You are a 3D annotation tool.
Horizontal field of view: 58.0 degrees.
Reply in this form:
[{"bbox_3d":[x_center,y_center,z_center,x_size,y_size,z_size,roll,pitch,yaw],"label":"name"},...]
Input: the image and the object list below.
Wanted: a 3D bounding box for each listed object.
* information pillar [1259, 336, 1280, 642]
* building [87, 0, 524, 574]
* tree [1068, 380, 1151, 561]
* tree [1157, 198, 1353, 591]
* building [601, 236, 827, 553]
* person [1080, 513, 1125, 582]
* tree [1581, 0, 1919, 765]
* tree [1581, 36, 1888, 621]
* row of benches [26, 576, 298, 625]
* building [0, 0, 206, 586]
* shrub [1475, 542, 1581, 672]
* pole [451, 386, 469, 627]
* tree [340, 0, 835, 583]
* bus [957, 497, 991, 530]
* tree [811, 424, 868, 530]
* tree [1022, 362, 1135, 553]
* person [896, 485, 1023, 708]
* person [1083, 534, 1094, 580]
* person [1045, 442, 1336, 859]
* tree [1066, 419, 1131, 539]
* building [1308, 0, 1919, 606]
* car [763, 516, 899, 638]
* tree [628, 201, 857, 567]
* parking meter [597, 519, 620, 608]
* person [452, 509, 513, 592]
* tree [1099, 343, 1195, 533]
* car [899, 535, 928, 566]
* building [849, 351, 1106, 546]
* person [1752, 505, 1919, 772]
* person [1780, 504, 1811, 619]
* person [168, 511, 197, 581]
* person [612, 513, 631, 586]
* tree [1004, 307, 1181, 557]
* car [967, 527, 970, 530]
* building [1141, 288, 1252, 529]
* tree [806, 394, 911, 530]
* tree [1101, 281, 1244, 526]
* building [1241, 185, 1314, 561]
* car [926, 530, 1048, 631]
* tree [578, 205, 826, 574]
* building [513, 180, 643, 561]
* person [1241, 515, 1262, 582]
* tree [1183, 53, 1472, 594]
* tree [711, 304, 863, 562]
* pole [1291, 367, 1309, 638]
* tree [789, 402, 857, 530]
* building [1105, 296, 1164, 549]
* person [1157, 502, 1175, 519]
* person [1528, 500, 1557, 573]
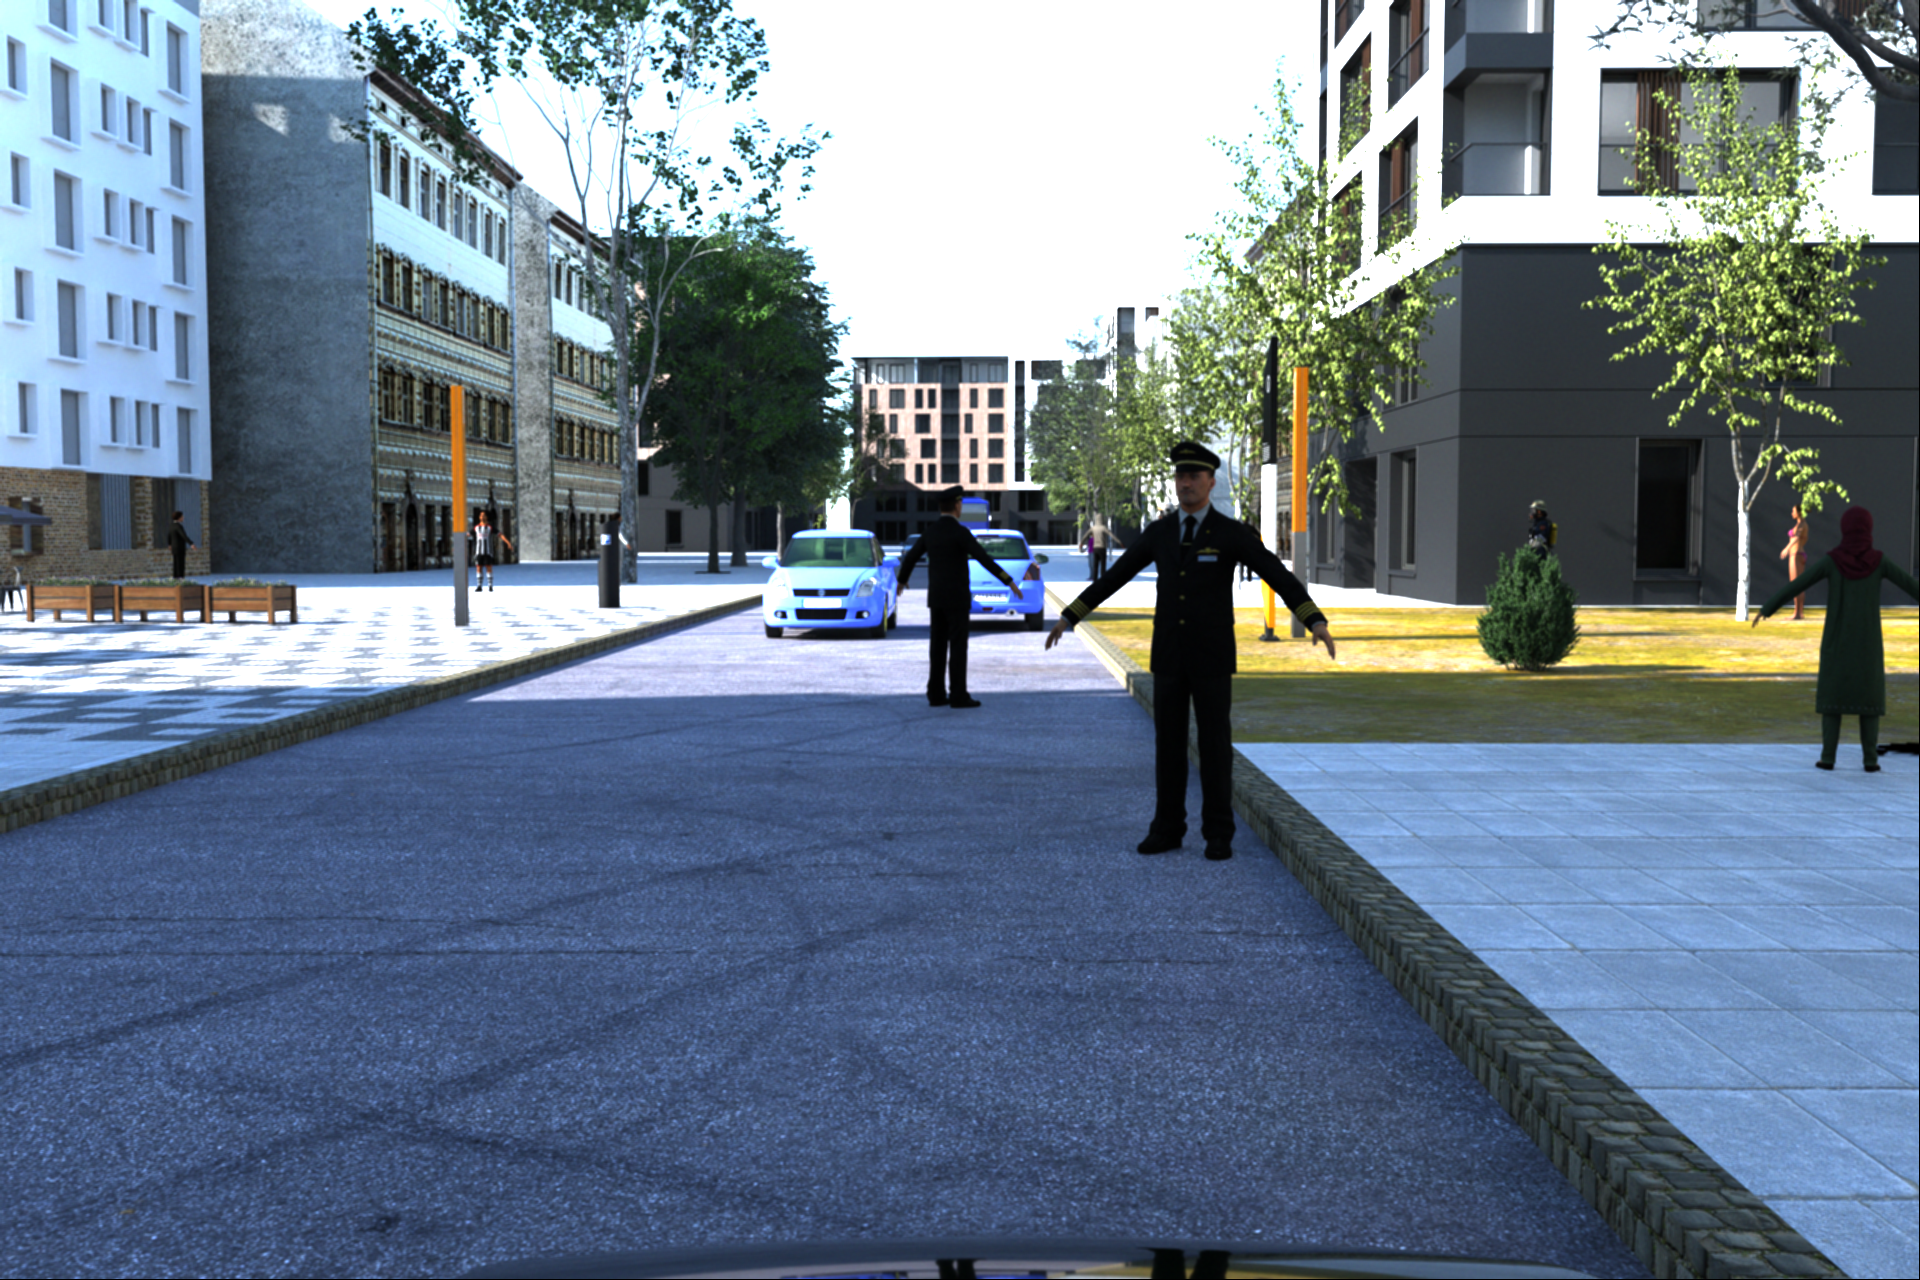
[{"bbox_3d":[3.712,-1.799,20.773,0.183,3.616,0.504,0,4,-1],"label":"information pillar"},{"bbox_3d":[-28.083,-14.268,64.213,19.493,23.208,18.063,0,3,0],"label":"building"},{"bbox_3d":[7.236,-8.091,82.649,4.360,8.622,3.978,0,3,0],"label":"tree"},{"bbox_3d":[6.527,-5.419,38.961,4.737,8.622,4.395,0,3,0],"label":"tree"},{"bbox_3d":[-26.072,-17.833,135.542,27.936,21.610,32.646,0,4,2],"label":"building"},{"bbox_3d":[3.601,-2.337,44.333,1.348,1.813,0.705,3,4,36],"label":"person"},{"bbox_3d":[5.869,-6.073,9.657,12.009,13.543,11.850,0,3,0],"label":"tree"},{"bbox_3d":[11.443,-4.582,25.274,4.737,8.622,4.395,0,3,0],"label":"tree"},{"bbox_3d":[-11.655,-0.590,25.105,4.104,0.672,1.422,1,4,11],"label":"row of benches"},{"bbox_3d":[-28.482,-11.256,40.461,16.016,20.090,11.380,0,4,1],"label":"building"},{"bbox_3d":[5.323,-0.313,16.228,1.383,1.207,1.383,0,3,0],"label":"shrub"},{"bbox_3d":[-6.911,-1.840,23.934,0.158,3.312,0.155,0,3,0],"label":"pole"},{"bbox_3d":[-9.438,-11.474,43.493,12.611,20.169,13.585,0,3,0],"label":"tree"},{"bbox_3d":[0.653,-7.540,114.829,2.896,3.916,12.251,0,4,1],"label":"bus"},{"bbox_3d":[-8.080,-9.664,108.371,4.737,8.622,4.395,0,3,0],"label":"tree"},{"bbox_3d":[7.576,-12.012,114.525,7.486,12.596,7.792,0,3,0],"label":"tree"},{"bbox_3d":[-0.066,-0.366,14.380,1.347,1.837,0.705,3,5,40],"label":"person"},{"bbox_3d":[3.600,-2.368,47.985,0.599,1.433,0.991,-1,4,-13],"label":"person"},{"bbox_3d":[1.034,0.039,7.756,1.347,1.837,0.705,2,4,27],"label":"person"},{"bbox_3d":[8.134,-9.474,105.256,4.737,8.622,4.395,0,3,0],"label":"tree"},{"bbox_3d":[22.986,-12.376,46.318,27.936,21.610,32.646,0,4,1],"label":"building"},{"bbox_3d":[-1.824,-0.943,25.017,1.945,1.707,3.694,0,4,1],"label":"car"},{"bbox_3d":[-8.745,-9.887,68.301,9.857,13.997,8.962,0,3,0],"label":"tree"},{"bbox_3d":[-6.108,-1.328,30.117,0.372,1.533,0.369,0,3,0],"label":"parking meter"},{"bbox_3d":[-10.548,-1.971,38.377,1.345,1.843,0.704,0,4,0],"label":"person"},{"bbox_3d":[7.303,-7.194,67.991,4.737,8.622,4.395,0,3,0],"label":"tree"},{"bbox_3d":[-1.693,-4.023,77.786,2.014,1.417,4.499,0,4,1],"label":"car"},{"bbox_3d":[4.327,-22.072,207.304,32.646,21.610,27.936,0,4,4],"label":"building"},{"bbox_3d":[4.862,-0.014,9.439,0.989,1.438,0.599,2,4,24],"label":"person"},{"bbox_3d":[12.557,-1.182,26.129,0.721,1.733,1.217,2,4,35],"label":"person"},{"bbox_3d":[-17.950,-2.060,39.863,1.347,1.806,0.705,3,5,43],"label":"person"},{"bbox_3d":[-8.468,-2.246,42.906,0.705,1.806,1.347,-2,4,-30],"label":"person"},{"bbox_3d":[7.426,-11.284,94.869,12.009,13.543,11.850,0,3,0],"label":"tree"},{"bbox_3d":[-0.182,-5.150,92.879,2.281,1.827,5.304,0,4,1],"label":"car"},{"bbox_3d":[23.635,-16.296,132.900,16.747,18.905,31.486,0,4,1],"label":"building"},{"bbox_3d":[-7.368,-11.115,116.140,8.767,10.594,7.601,0,4,4],"label":"tree"},{"bbox_3d":[6.401,-6.120,50.431,4.737,8.622,4.395,0,3,0],"label":"tree"},{"bbox_3d":[24.865,-15.545,85.093,19.493,23.208,18.063,0,4,1],"label":"building"},{"bbox_3d":[0.421,-1.063,26.970,1.945,1.707,3.694,0,4,0],"label":"car"},{"bbox_3d":[-8.163,-7.981,56.244,9.928,11.665,9.643,0,3,0],"label":"tree"},{"bbox_3d":[-27.979,-15.822,89.614,19.493,23.208,18.063,0,4,2],"label":"building"},{"bbox_3d":[7.630,-2.455,46.365,1.346,1.802,0.704,-1,4,-8],"label":"person"},{"bbox_3d":[5.719,-4.707,27.316,4.737,8.622,4.395,0,3,0],"label":"tree"},{"bbox_3d":[-8.369,-9.978,81.267,7.486,12.596,7.792,0,3,0],"label":"tree"},{"bbox_3d":[4.182,-1.681,21.325,0.158,3.312,0.155,0,3,0],"label":"pole"},{"bbox_3d":[-8.362,-8.805,94.320,4.360,8.622,3.978,0,3,0],"label":"tree"},{"bbox_3d":[27.667,-19.646,165.184,27.936,21.610,32.646,0,4,1],"label":"building"},{"bbox_3d":[3.686,-1.548,31.071,0.705,1.858,1.354,0,4,2],"label":"person"},{"bbox_3d":[9.864,-1.459,29.628,0.705,1.856,1.354,1,4,18],"label":"person"}]
